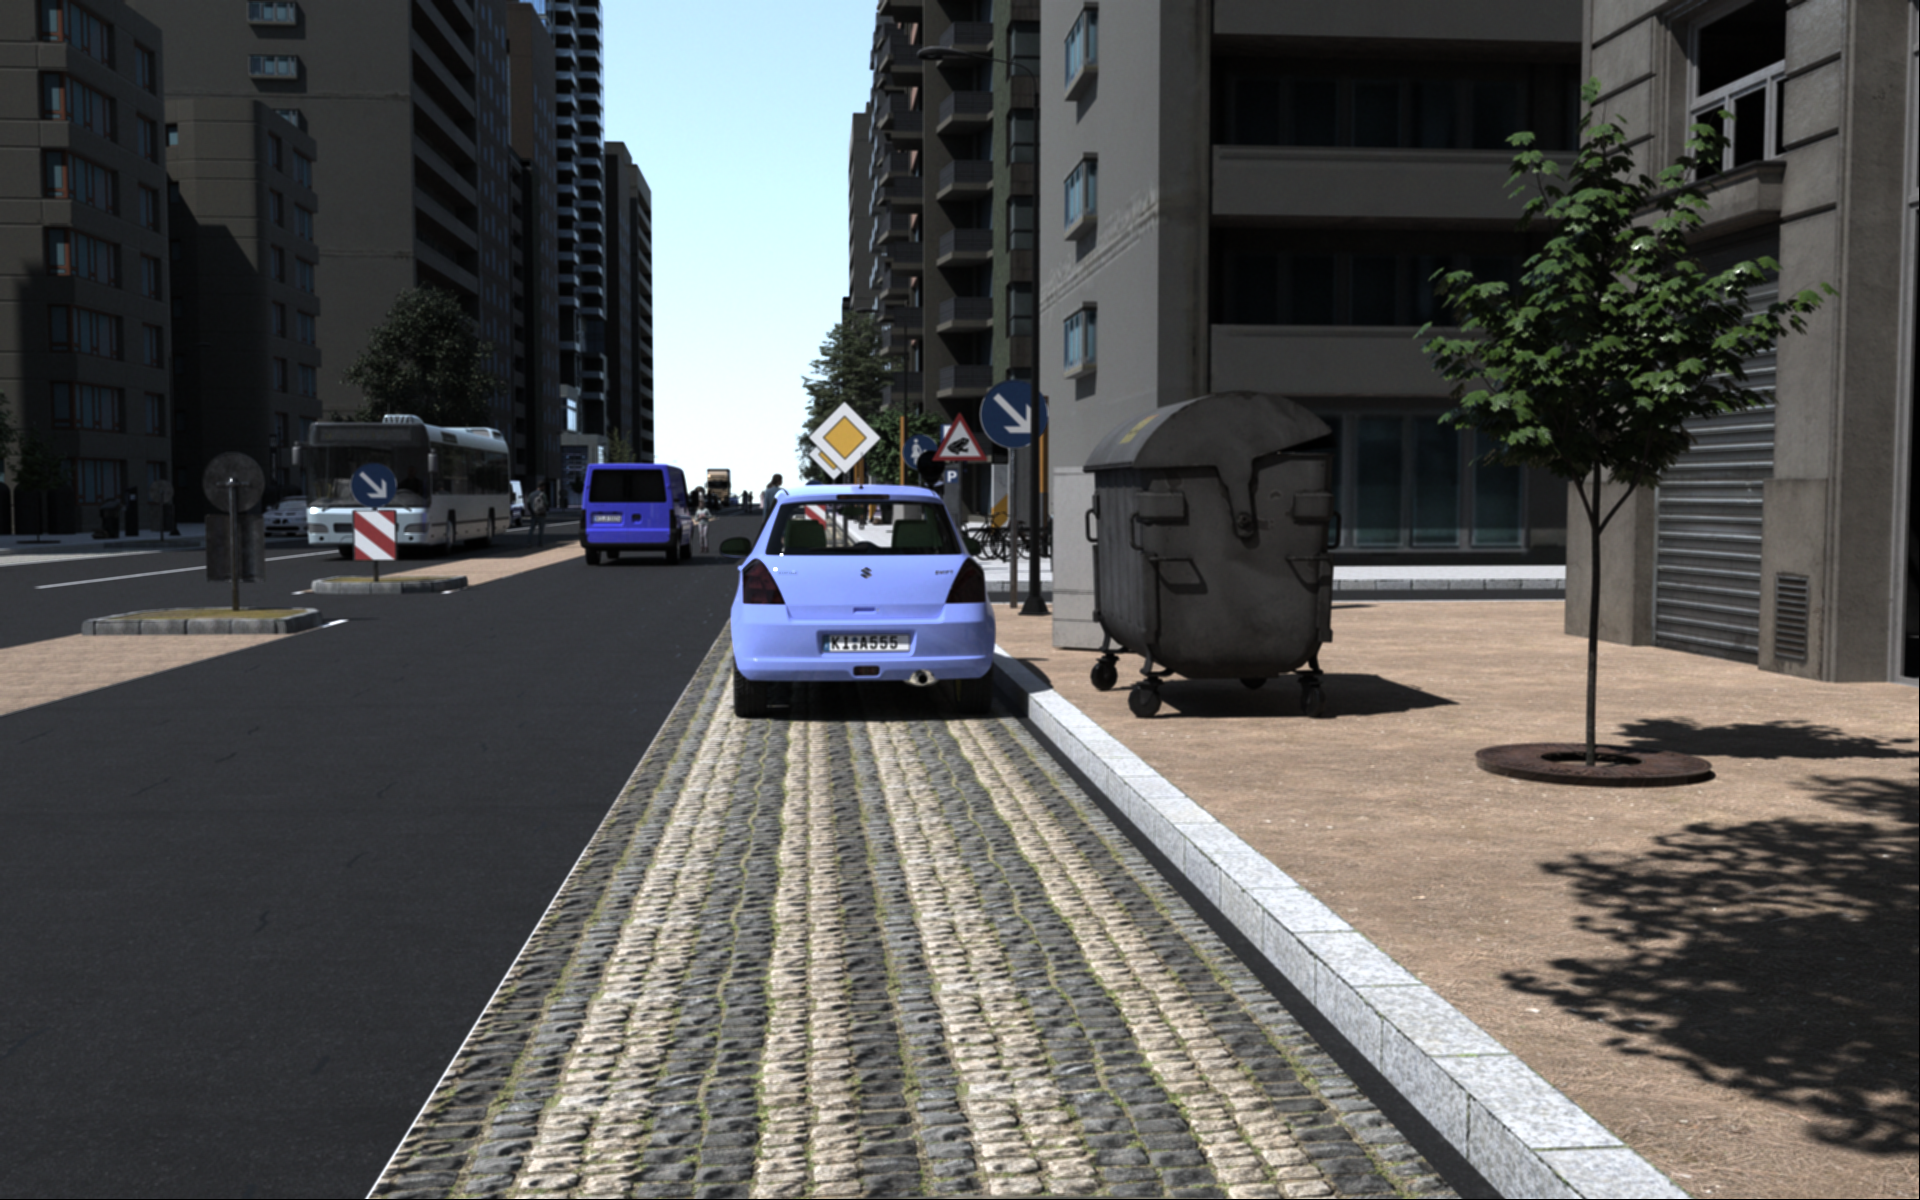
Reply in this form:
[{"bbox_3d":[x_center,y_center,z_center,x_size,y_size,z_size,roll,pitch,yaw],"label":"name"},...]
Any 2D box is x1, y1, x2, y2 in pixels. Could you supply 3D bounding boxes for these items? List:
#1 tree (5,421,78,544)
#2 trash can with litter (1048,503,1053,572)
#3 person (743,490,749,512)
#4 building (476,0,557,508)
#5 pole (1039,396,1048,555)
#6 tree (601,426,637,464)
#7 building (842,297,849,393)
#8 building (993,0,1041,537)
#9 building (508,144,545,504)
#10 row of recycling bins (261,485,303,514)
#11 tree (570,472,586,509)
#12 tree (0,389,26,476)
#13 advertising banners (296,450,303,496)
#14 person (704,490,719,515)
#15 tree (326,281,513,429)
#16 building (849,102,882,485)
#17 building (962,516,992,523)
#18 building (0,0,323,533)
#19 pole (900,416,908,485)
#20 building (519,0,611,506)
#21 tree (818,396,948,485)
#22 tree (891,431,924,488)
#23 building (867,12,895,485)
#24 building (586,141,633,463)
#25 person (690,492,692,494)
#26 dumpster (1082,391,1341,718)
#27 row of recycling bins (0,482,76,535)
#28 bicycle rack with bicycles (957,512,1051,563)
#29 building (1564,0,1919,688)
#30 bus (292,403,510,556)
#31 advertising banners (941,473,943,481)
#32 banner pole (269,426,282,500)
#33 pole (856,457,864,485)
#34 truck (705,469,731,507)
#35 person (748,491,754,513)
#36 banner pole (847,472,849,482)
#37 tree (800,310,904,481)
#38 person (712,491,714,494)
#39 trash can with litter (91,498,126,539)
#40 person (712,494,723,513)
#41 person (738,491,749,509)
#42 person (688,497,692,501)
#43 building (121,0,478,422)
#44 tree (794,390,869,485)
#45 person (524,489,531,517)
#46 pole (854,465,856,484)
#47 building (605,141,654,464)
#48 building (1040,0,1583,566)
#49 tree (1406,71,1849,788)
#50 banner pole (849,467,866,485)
[{"bbox_3d":[-24.186,-3.093,45.168,1.663,3.219,1.824,0,3,0],"label":"tree"},{"bbox_3d":[1.947,-1.027,28.177,1.055,1.170,0.624,0,4,6],"label":"trash can with litter"},{"bbox_3d":[-17.508,-8.091,141.463,0.551,1.740,0.621,1,4,12],"label":"person"},{"bbox_3d":[-44.222,-30.945,156.065,14.600,45.320,14.200,0,4,-5],"label":"building"},{"bbox_3d":[1.734,-2.585,36.106,0.158,3.312,0.155,0,3,0],"label":"pole"},{"bbox_3d":[-36.688,-14.502,187.462,4.737,8.622,4.395,0,3,0],"label":"tree"},{"bbox_3d":[-10.265,-29.457,253.329,14.160,30.474,14.107,0,4,-5],"label":"building"},{"bbox_3d":[7.869,-17.510,57.991,14.160,30.474,14.107,0,4,-5],"label":"building"},{"bbox_3d":[-42.476,-22.668,142.320,14.160,30.474,14.107,0,4,-5],"label":"building"},{"bbox_3d":[-29.849,-4.223,76.162,1.069,1.692,3.534,0,4,2],"label":"row of recycling bins"},{"bbox_3d":[-33.237,-9.542,150.617,1.663,3.219,1.824,0,3,0],"label":"tree"},{"bbox_3d":[-23.582,-3.471,40.459,4.285,4.588,4.351,0,3,0],"label":"tree"},{"bbox_3d":[-25.261,-4.284,66.224,0.090,3.025,2.074,-2,4,-26],"label":"advertising banners"},{"bbox_3d":[-16.787,-6.551,116.336,1.217,1.735,0.721,1,4,14],"label":"person"},{"bbox_3d":[-28.769,-10.782,93.292,9.611,12.733,9.660,0,3,0],"label":"tree"},{"bbox_3d":[-2.615,-35.952,211.516,21.300,48.544,21.600,0,4,-5],"label":"building"},{"bbox_3d":[7.201,-26.498,87.864,22.147,44.769,28.867,0,4,-5],"label":"building"},{"bbox_3d":[-43.965,-13.733,69.568,27.650,21.520,28.899,0,4,-5],"label":"building"},{"bbox_3d":[-1.461,-3.154,45.407,0.158,3.312,0.155,0,3,0],"label":"pole"},{"bbox_3d":[-51.448,-54.168,198.311,22.319,86.520,31.000,0,4,-5],"label":"building"},{"bbox_3d":[-1.833,-4.562,58.306,4.285,4.588,4.351,0,3,0],"label":"tree"},{"bbox_3d":[-1.598,-3.614,53.686,1.663,3.219,1.824,0,3,0],"label":"tree"},{"bbox_3d":[3.083,-33.053,160.022,23.786,49.044,30.456,0,4,-5],"label":"building"},{"bbox_3d":[-49.907,-34.999,222.348,14.600,45.320,14.200,0,4,-5],"label":"building"},{"bbox_3d":[-34.251,-12.963,220.967,0.721,1.766,1.217,1,4,21],"label":"person"},{"bbox_3d":[1.508,-0.296,10.595,1.264,1.857,1.865,0,4,-5],"label":"dumpster"},{"bbox_3d":[-29.866,-2.909,54.672,3.534,1.692,1.069,-1,4,-18],"label":"row of recycling bins"},{"bbox_3d":[1.072,-1.233,33.547,2.925,0.926,2.852,-1,4,-23],"label":"bicycle rack with bicycles"},{"bbox_3d":[14.021,-10.298,1.659,16.112,22.955,30.059,0,4,-5],"label":"building"},{"bbox_3d":[-13.375,-2.930,42.767,2.948,3.499,13.247,0,4,-6],"label":"bus"},{"bbox_3d":[-0.600,-3.321,50.485,0.090,3.025,2.074,0,4,6],"label":"advertising banners"},{"bbox_3d":[-25.116,-4.505,63.676,0.401,3.779,0.863,1,4,13],"label":"banner pole"},{"bbox_3d":[-3.573,-4.214,62.745,0.158,3.312,0.155,0,3,0],"label":"pole"},{"bbox_3d":[-27.179,-12.610,195.083,2.839,4.237,11.283,0,4,-7],"label":"truck"},{"bbox_3d":[-15.825,-7.425,131.360,0.415,1.643,0.593,-2,4,-35],"label":"person"},{"bbox_3d":[-5.708,-6.154,90.627,0.863,3.779,0.401,-1,4,-18],"label":"banner pole"},{"bbox_3d":[-6.443,-11.582,107.487,7.486,12.596,7.792,0,3,0],"label":"tree"},{"bbox_3d":[-25.107,-10.235,176.399,0.434,1.755,0.990,-1,4,-23],"label":"person"},{"bbox_3d":[-24.419,-2.340,49.643,0.624,1.170,1.055,0,4,-1],"label":"trash can with litter"},{"bbox_3d":[-18.734,-7.401,132.769,1.065,1.426,0.557,1,4,11],"label":"person"},{"bbox_3d":[-20.132,-9.329,161.547,1.217,1.766,0.721,0,4,-3],"label":"person"},{"bbox_3d":[-21.609,-7.779,135.714,0.705,1.821,1.348,3,5,42],"label":"person"},{"bbox_3d":[-43.016,-29.659,108.628,21.300,48.544,21.600,0,4,-5],"label":"building"},{"bbox_3d":[-13.640,-16.756,190.964,9.611,12.733,9.660,0,3,0],"label":"tree"},{"bbox_3d":[-26.349,-5.897,105.590,0.621,1.740,0.551,-2,4,-30],"label":"person"},{"bbox_3d":[-4.620,-5.072,76.774,0.158,3.312,0.155,0,3,0],"label":"pole"},{"bbox_3d":[-54.366,-37.730,240.593,21.300,48.544,21.600,0,4,-5],"label":"building"},{"bbox_3d":[12.867,-25.432,39.513,21.600,48.544,21.300,0,4,-5],"label":"building"},{"bbox_3d":[2.926,-0.826,8.112,1.663,3.219,1.824,0,3,0],"label":"tree"},{"bbox_3d":[-5.093,-6.023,88.490,0.863,3.779,0.401,0,4,2],"label":"banner pole"}]
